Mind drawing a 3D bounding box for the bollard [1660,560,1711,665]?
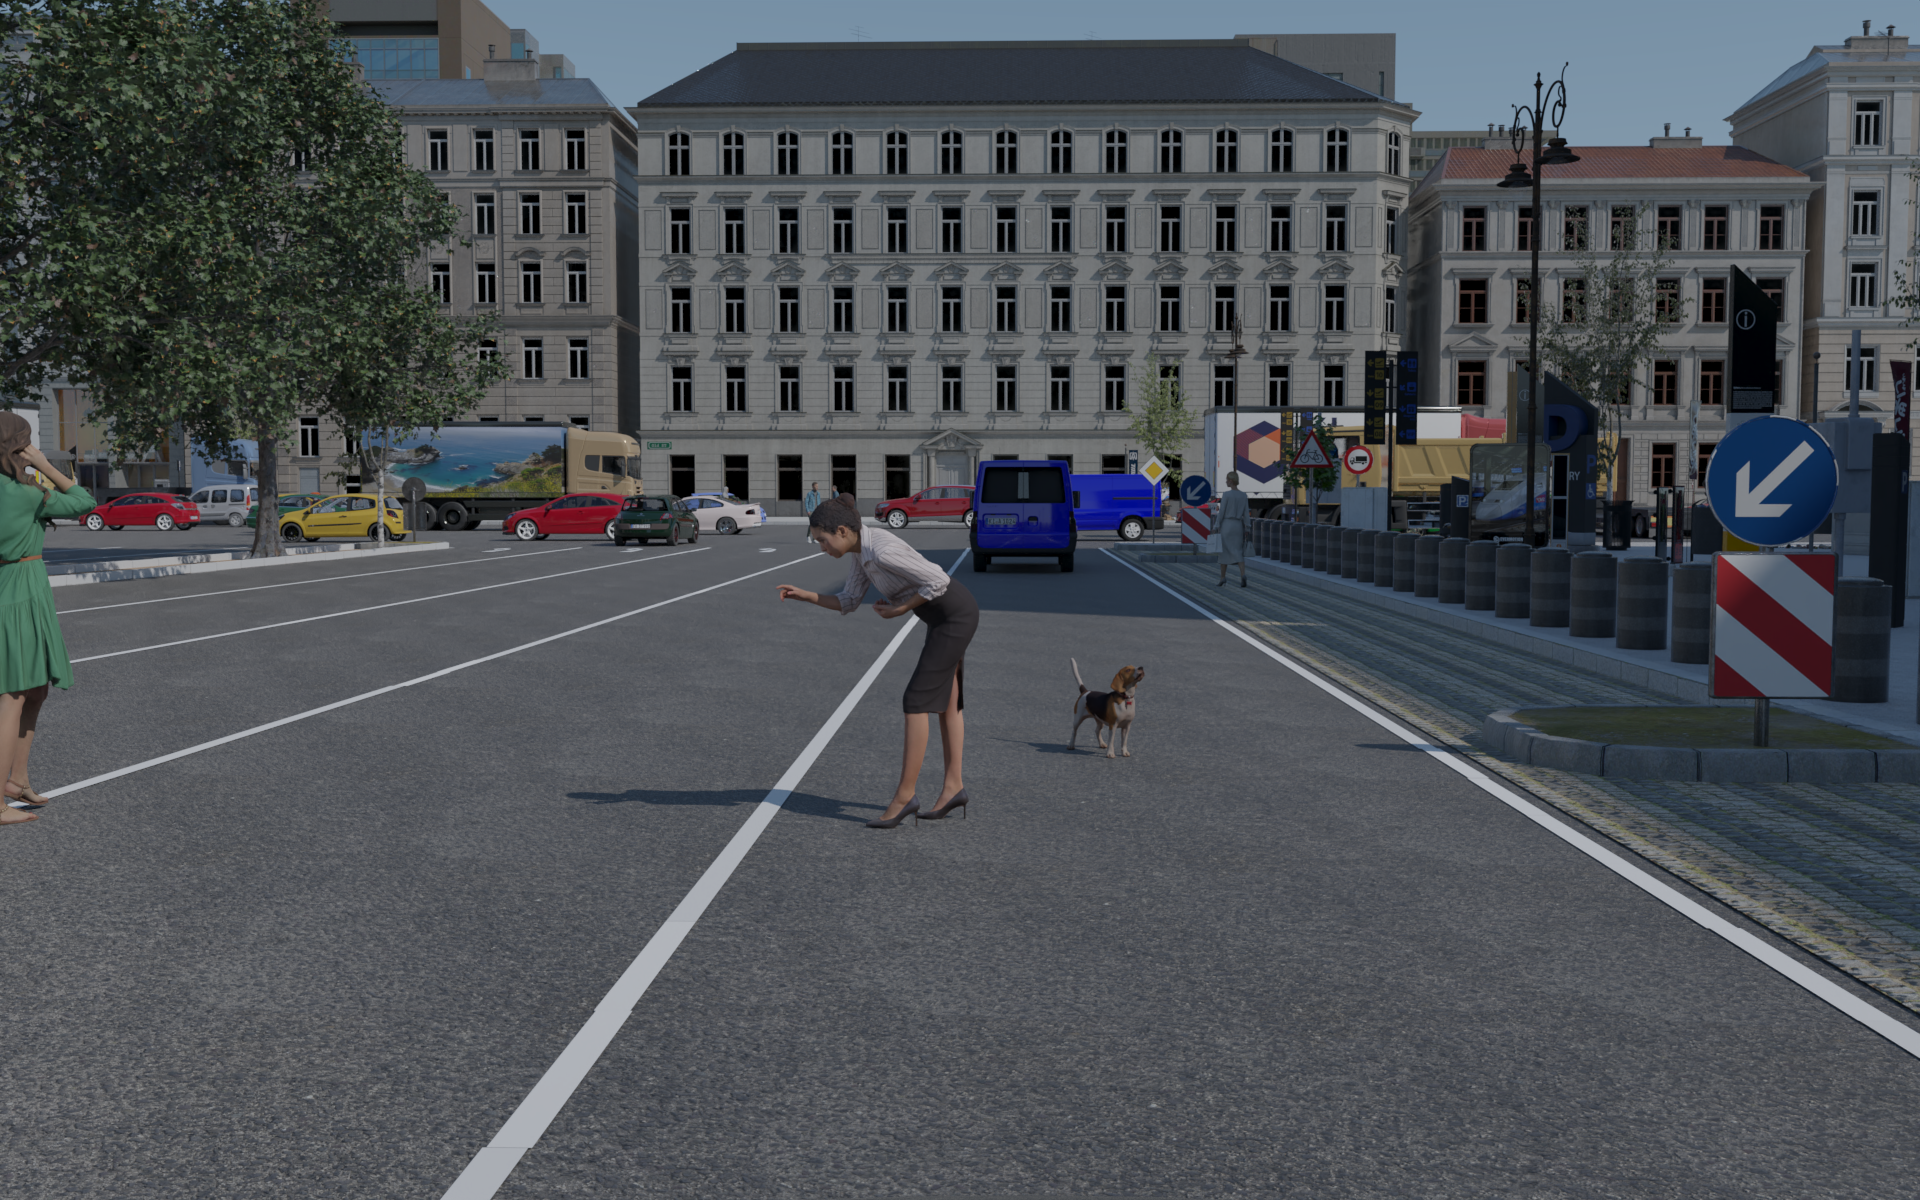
[{"bbox_3d":[5.640,0.093,13.202,0.404,0.777,0.398,0,3,0],"label":"bollard"}]

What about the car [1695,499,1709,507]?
[{"bbox_3d":[26.187,-2.878,58.847,2.131,1.459,4.920,0,4,1],"label":"car"}]

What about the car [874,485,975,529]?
[{"bbox_3d":[-0.906,-3.859,71.762,5.304,1.827,2.281,0,4,2],"label":"car"}]

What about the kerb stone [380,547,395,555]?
[{"bbox_3d":[-13.694,-1.156,41.090,0.120,0.150,1.000,0,4,2],"label":"kerb stone"}]

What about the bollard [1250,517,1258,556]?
[{"bbox_3d":[6.306,-1.307,36.079,0.404,0.777,0.398,0,3,0],"label":"bollard"}]

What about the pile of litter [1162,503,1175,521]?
[{"bbox_3d":[9.900,-4.306,84.360,1.176,0.858,1.719,-2,4,-34],"label":"pile of litter"}]

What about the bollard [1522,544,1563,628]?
[{"bbox_3d":[5.743,-0.128,16.806,0.404,0.777,0.398,0,3,0],"label":"bollard"}]

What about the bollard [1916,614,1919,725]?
[{"bbox_3d":[5.532,0.314,9.587,0.404,0.777,0.398,0,3,0],"label":"bollard"}]

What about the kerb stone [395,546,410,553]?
[{"bbox_3d":[-13.667,-1.216,42.117,0.120,0.150,1.000,0,4,2],"label":"kerb stone"}]

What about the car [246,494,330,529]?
[{"bbox_3d":[-22.336,-2.976,60.452,4.920,1.459,2.131,0,4,4],"label":"car"}]

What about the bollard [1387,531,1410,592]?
[{"bbox_3d":[5.917,-0.496,22.827,0.404,0.777,0.398,0,3,0],"label":"bollard"}]

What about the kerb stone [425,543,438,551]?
[{"bbox_3d":[-13.598,-1.344,44.172,0.120,0.150,1.000,0,4,2],"label":"kerb stone"}]

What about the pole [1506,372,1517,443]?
[{"bbox_3d":[9.199,-2.147,28.955,0.158,3.312,0.155,0,3,0],"label":"pole"}]

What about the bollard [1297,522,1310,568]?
[{"bbox_3d":[6.132,-0.937,30.044,0.404,0.777,0.398,0,3,0],"label":"bollard"}]

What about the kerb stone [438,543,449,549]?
[{"bbox_3d":[-13.561,-1.407,45.205,0.120,0.150,1.000,0,4,2],"label":"kerb stone"}]

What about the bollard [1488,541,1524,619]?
[{"bbox_3d":[5.777,-0.201,18.007,0.404,0.777,0.398,0,3,0],"label":"bollard"}]

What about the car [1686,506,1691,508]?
[{"bbox_3d":[32.663,-3.921,73.143,4.494,1.783,2.155,0,4,3],"label":"car"}]

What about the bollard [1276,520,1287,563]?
[{"bbox_3d":[6.202,-1.085,32.464,0.404,0.777,0.398,0,3,0],"label":"bollard"}]

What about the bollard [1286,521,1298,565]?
[{"bbox_3d":[6.164,-1.012,31.263,0.404,0.777,0.398,0,3,0],"label":"bollard"}]

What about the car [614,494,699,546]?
[{"bbox_3d":[-8.557,-2.401,49.051,2.009,1.686,4.222,0,4,3],"label":"car"}]

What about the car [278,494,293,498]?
[{"bbox_3d":[-24.273,-3.322,64.542,3.980,1.641,2.015,0,4,1],"label":"car"}]

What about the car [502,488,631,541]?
[{"bbox_3d":[-11.878,-2.717,53.463,4.494,1.783,2.155,0,4,0],"label":"car"}]

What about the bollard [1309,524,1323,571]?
[{"bbox_3d":[6.096,-0.864,28.842,0.404,0.777,0.398,0,3,0],"label":"bollard"}]

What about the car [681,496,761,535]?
[{"bbox_3d":[-9.457,-2.999,61.390,4.827,1.381,2.083,0,4,2],"label":"car"}]

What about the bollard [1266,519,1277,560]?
[{"bbox_3d":[6.237,-1.159,33.674,0.404,0.777,0.398,0,3,0],"label":"bollard"}]

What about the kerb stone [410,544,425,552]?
[{"bbox_3d":[-13.628,-1.281,43.145,0.120,0.150,1.000,0,4,2],"label":"kerb stone"}]

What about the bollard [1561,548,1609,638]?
[{"bbox_3d":[5.707,-0.054,15.604,0.404,0.777,0.398,0,3,0],"label":"bollard"}]

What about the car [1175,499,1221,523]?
[{"bbox_3d":[11.487,-3.994,74.345,4.494,1.783,2.155,0,4,3],"label":"car"}]

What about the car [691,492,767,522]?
[{"bbox_3d":[-10.521,-4.155,77.522,3.694,1.707,1.945,0,4,0],"label":"car"}]

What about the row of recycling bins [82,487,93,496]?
[{"bbox_3d":[-68.108,-7.726,133.427,3.534,1.692,1.069,1,4,20],"label":"row of recycling bins"}]

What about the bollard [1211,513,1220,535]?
[{"bbox_3d":[6.593,-1.896,45.713,0.404,0.777,0.398,0,3,0],"label":"bollard"}]

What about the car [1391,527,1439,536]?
[{"bbox_3d":[12.354,-2.695,52.856,4.718,1.807,1.959,0,4,3],"label":"car"}]

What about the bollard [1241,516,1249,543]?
[{"bbox_3d":[6.343,-1.380,37.280,0.404,0.777,0.398,0,3,0],"label":"bollard"}]

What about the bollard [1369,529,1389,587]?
[{"bbox_3d":[5.955,-0.569,24.028,0.404,0.777,0.398,0,3,0],"label":"bollard"}]

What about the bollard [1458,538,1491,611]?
[{"bbox_3d":[5.812,-0.275,19.208,0.404,0.777,0.398,0,3,0],"label":"bollard"}]

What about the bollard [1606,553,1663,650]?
[{"bbox_3d":[5.674,0.019,14.403,0.404,0.777,0.398,0,3,0],"label":"bollard"}]

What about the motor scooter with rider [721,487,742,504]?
[{"bbox_3d":[-9.512,-3.867,72.185,1.986,1.779,0.876,0,4,0],"label":"motor scooter with rider"}]

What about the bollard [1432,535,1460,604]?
[{"bbox_3d":[5.848,-0.348,20.409,0.404,0.777,0.398,0,3,0],"label":"bollard"}]

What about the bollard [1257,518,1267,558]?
[{"bbox_3d":[6.273,-1.233,34.875,0.404,0.777,0.398,0,3,0],"label":"bollard"}]

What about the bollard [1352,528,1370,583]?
[{"bbox_3d":[5.990,-0.643,25.229,0.404,0.777,0.398,0,3,0],"label":"bollard"}]

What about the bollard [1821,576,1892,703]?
[{"bbox_3d":[5.569,0.240,10.788,0.404,0.777,0.398,0,3,0],"label":"bollard"}]

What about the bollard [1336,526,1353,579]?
[{"bbox_3d":[6.025,-0.716,26.431,0.404,0.777,0.398,0,3,0],"label":"bollard"}]

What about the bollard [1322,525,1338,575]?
[{"bbox_3d":[6.059,-0.790,27.632,0.404,0.777,0.398,0,3,0],"label":"bollard"}]

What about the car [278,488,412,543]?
[{"bbox_3d":[-18.449,-2.534,51.654,3.980,1.641,2.015,0,4,1],"label":"car"}]

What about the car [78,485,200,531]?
[{"bbox_3d":[-32.172,-3.595,67.818,4.494,1.783,2.155,0,4,2],"label":"car"}]

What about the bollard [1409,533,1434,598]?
[{"bbox_3d":[5.886,-0.423,21.626,0.404,0.777,0.398,0,3,0],"label":"bollard"}]

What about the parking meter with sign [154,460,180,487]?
[{"bbox_3d":[-41.029,-5.674,89.032,1.738,3.016,0.543,-1,4,-18],"label":"parking meter with sign"}]

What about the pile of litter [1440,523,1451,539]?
[{"bbox_3d":[8.338,-0.992,30.180,1.176,0.858,1.719,1,4,22],"label":"pile of litter"}]
